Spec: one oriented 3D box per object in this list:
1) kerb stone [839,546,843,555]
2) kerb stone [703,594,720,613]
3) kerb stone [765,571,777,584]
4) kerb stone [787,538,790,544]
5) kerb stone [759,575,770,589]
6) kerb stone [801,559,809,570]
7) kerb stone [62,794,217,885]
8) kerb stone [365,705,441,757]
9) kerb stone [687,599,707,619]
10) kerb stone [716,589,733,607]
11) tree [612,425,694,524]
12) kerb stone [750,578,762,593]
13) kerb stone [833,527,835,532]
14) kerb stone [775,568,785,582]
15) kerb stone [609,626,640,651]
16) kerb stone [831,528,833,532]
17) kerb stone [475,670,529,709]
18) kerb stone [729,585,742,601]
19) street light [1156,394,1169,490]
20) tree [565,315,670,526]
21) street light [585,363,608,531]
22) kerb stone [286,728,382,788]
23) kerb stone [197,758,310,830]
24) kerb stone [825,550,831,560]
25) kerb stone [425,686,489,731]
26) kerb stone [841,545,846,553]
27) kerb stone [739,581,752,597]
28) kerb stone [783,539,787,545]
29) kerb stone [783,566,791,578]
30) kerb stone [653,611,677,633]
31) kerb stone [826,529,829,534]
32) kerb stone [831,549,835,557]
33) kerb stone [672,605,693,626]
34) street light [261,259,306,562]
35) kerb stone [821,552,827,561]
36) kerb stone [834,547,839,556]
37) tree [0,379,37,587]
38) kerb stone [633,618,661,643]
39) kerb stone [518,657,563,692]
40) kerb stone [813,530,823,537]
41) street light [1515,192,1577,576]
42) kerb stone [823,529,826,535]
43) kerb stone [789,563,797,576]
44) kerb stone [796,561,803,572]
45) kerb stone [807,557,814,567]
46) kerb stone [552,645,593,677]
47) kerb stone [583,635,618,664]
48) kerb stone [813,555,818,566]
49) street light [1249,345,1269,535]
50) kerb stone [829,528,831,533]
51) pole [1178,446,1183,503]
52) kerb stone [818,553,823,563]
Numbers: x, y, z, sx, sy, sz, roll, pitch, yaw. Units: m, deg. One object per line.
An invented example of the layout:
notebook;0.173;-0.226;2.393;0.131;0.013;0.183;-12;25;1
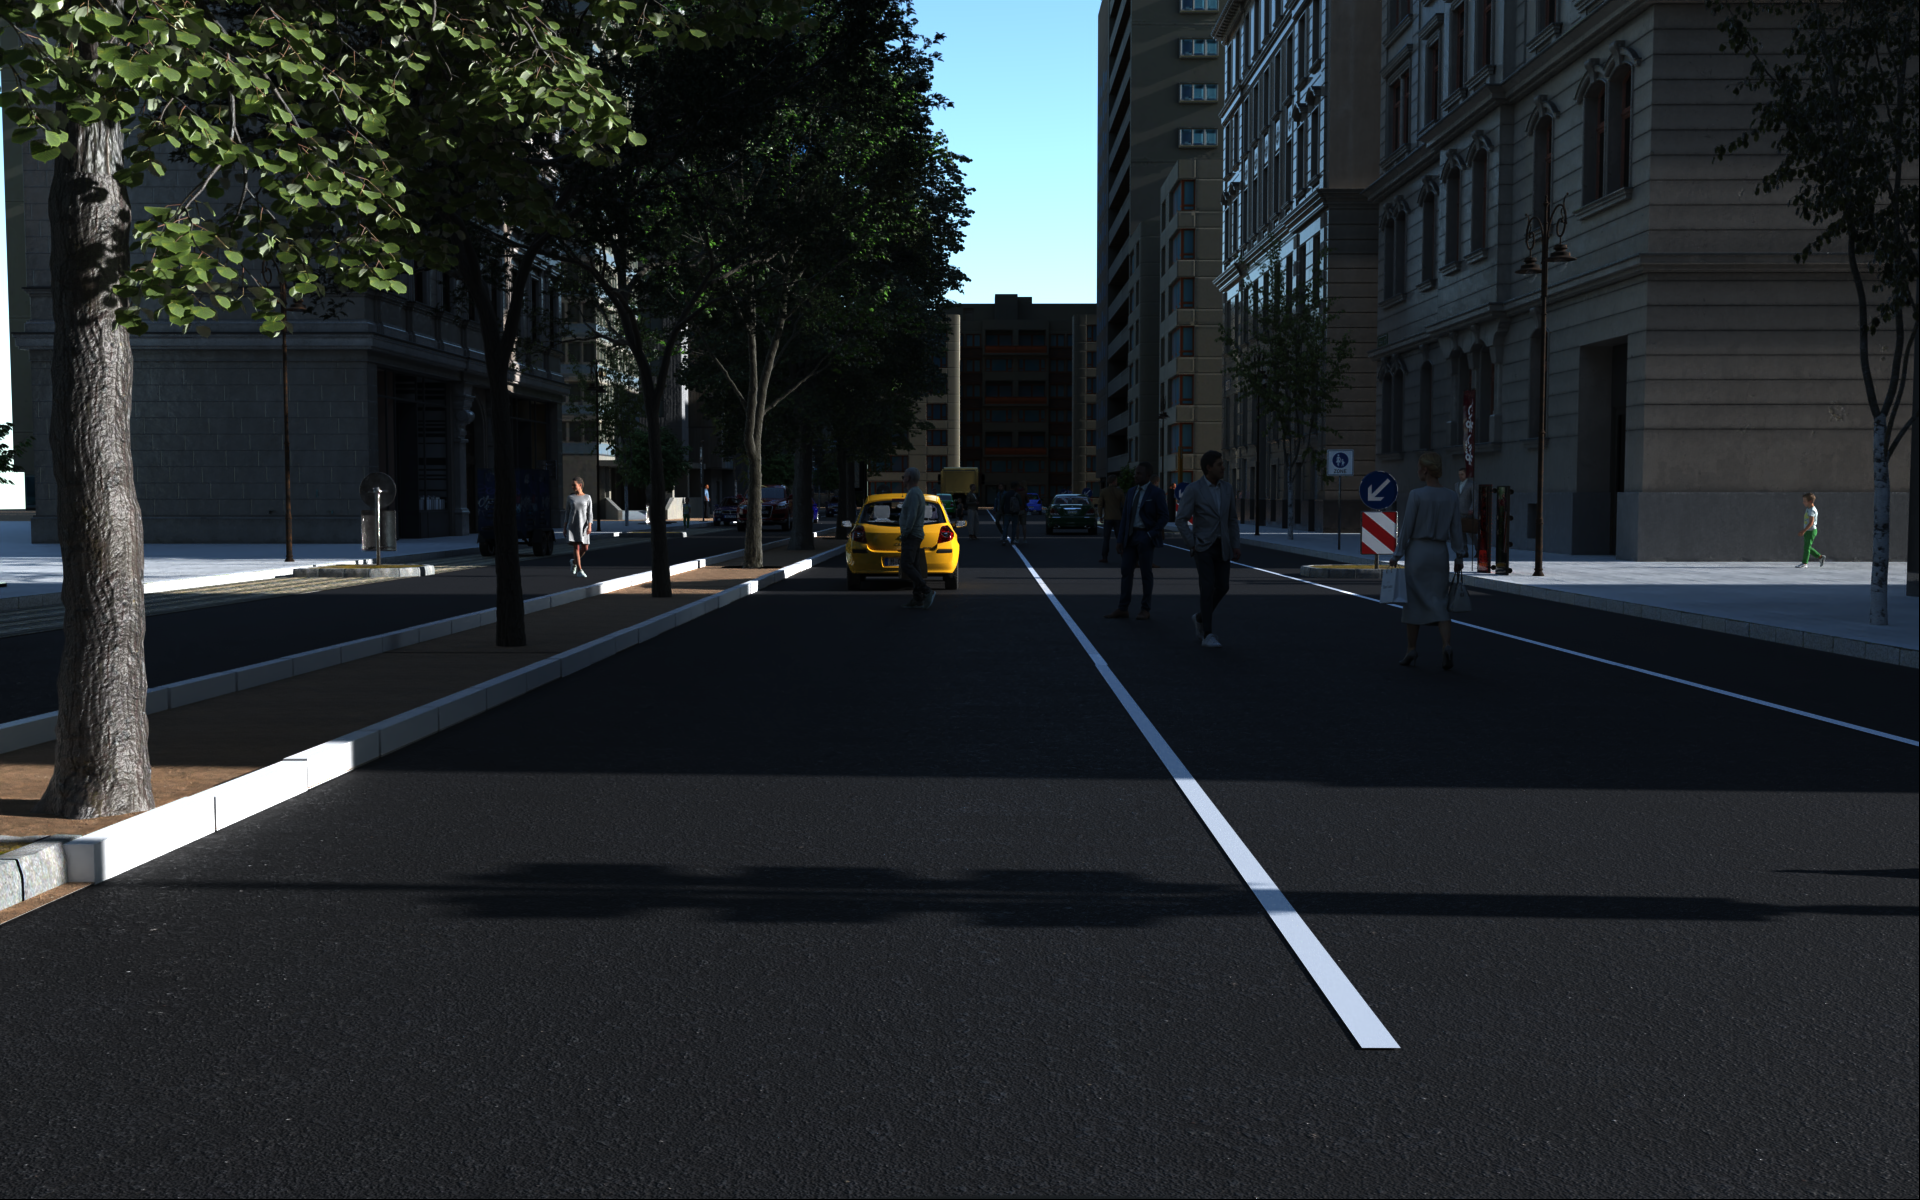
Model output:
kerb stone;-2.916;-1.128;40.691;0.120;0.150;1.000;0;4;1
kerb stone;-3.100;0.061;21.205;0.120;0.150;1.000;0;4;1
kerb stone;-3.056;-0.317;27.375;0.120;0.150;1.000;0;4;1
kerb stone;-4.949;-1.633;48.895;0.120;0.150;1.000;0;4;1
kerb stone;-3.053;-0.248;26.353;0.120;0.150;1.000;0;4;1
kerb stone;-2.998;-0.630;32.498;0.120;0.150;1.000;0;4;1
kerb stone;-3.227;0.939;6.844;0.120;0.150;1.000;0;4;1
kerb stone;-3.206;0.751;9.923;0.120;0.150;1.000;0;4;1
kerb stone;-3.110;0.124;20.175;0.120;0.150;1.000;0;4;1
kerb stone;-3.084;-0.002;22.233;0.120;0.150;1.000;0;4;1
tree;-13.153;-5.532;74.161;4.285;4.588;4.351;0;3;0
kerb stone;-3.056;-0.191;25.327;0.120;0.150;1.000;0;4;1
kerb stone;-4.821;-2.574;64.291;0.120;0.150;1.000;0;4;1
kerb stone;-3.034;-0.380;28.401;0.120;0.150;1.000;0;4;1
kerb stone;-3.147;0.375;16.072;0.120;0.150;1.000;0;4;1
kerb stone;-4.815;-2.511;63.267;0.120;0.150;1.000;0;4;1
kerb stone;-3.186;0.626;11.967;0.120;0.150;1.000;0;4;1
kerb stone;-3.083;-0.065;23.260;0.120;0.150;1.000;0;4;1
street light;9.412;-6.579;80.362;0.468;5.910;1.993;0;4;1
tree;-13.538;-7.250;68.897;4.737;8.622;4.395;0;3;0
street light;-12.458;-5.307;59.552;0.468;5.910;1.993;0;4;1
kerb stone;-3.217;0.814;8.897;0.120;0.150;1.000;0;4;1
kerb stone;-3.219;0.882;7.867;0.120;0.150;1.000;0;4;1
kerb stone;-2.955;-0.943;37.614;0.120;0.150;1.000;0;4;1
kerb stone;-3.195;0.688;10.945;0.120;0.150;1.000;0;4;1
kerb stone;-2.912;-1.194;41.722;0.120;0.150;1.000;0;4;1
kerb stone;-3.071;-0.128;24.290;0.120;0.150;1.000;0;4;1
kerb stone;-4.956;-1.570;47.873;0.120;0.150;1.000;0;4;1
kerb stone;-3.023;-0.442;29.426;0.120;0.150;1.000;0;4;1
kerb stone;-3.129;0.251;18.118;0.120;0.150;1.000;0;4;1
kerb stone;-4.832;-2.387;61.217;0.120;0.150;1.000;0;4;1
kerb stone;-2.945;-1.006;38.636;0.120;0.150;1.000;0;4;1
kerb stone;-3.117;0.187;19.145;0.120;0.150;1.000;0;4;1
street light;-12.729;-3.664;32.702;0.468;5.910;1.993;0;4;1
kerb stone;-2.966;-0.880;36.587;0.120;0.150;1.000;0;4;1
kerb stone;-2.934;-1.067;39.669;0.120;0.150;1.000;0;4;1
tree;-13.605;-1.788;23.831;1.663;3.219;1.824;0;3;0
kerb stone;-3.131;0.314;17.094;0.120;0.150;1.000;0;4;1
kerb stone;-3.180;0.566;12.992;0.120;0.150;1.000;0;4;1
kerb stone;-4.862;-2.260;59.165;0.120;0.150;1.000;0;4;1
street light;9.058;-3.312;26.942;0.468;5.910;1.993;0;4;1
kerb stone;-4.842;-2.320;60.194;0.120;0.150;1.000;0;4;1
kerb stone;-3.018;-0.505;30.448;0.120;0.150;1.000;0;4;1
kerb stone;-3.013;-0.562;31.470;0.120;0.150;1.000;0;4;1
kerb stone;-2.980;-0.693;33.521;0.120;0.150;1.000;0;4;1
kerb stone;-3.160;0.500;14.014;0.120;0.150;1.000;0;4;1
kerb stone;-3.155;0.439;15.041;0.120;0.150;1.000;0;4;1
kerb stone;-2.979;-0.755;34.543;0.120;0.150;1.000;0;4;1
street light;9.236;-4.946;53.652;0.468;5.910;1.993;0;4;1
kerb stone;-4.827;-2.449;62.239;0.120;0.150;1.000;0;4;1
pole;9.426;-4.911;74.133;0.158;3.312;0.155;0;3;0
kerb stone;-2.970;-0.815;35.565;0.120;0.150;1.000;0;4;1
